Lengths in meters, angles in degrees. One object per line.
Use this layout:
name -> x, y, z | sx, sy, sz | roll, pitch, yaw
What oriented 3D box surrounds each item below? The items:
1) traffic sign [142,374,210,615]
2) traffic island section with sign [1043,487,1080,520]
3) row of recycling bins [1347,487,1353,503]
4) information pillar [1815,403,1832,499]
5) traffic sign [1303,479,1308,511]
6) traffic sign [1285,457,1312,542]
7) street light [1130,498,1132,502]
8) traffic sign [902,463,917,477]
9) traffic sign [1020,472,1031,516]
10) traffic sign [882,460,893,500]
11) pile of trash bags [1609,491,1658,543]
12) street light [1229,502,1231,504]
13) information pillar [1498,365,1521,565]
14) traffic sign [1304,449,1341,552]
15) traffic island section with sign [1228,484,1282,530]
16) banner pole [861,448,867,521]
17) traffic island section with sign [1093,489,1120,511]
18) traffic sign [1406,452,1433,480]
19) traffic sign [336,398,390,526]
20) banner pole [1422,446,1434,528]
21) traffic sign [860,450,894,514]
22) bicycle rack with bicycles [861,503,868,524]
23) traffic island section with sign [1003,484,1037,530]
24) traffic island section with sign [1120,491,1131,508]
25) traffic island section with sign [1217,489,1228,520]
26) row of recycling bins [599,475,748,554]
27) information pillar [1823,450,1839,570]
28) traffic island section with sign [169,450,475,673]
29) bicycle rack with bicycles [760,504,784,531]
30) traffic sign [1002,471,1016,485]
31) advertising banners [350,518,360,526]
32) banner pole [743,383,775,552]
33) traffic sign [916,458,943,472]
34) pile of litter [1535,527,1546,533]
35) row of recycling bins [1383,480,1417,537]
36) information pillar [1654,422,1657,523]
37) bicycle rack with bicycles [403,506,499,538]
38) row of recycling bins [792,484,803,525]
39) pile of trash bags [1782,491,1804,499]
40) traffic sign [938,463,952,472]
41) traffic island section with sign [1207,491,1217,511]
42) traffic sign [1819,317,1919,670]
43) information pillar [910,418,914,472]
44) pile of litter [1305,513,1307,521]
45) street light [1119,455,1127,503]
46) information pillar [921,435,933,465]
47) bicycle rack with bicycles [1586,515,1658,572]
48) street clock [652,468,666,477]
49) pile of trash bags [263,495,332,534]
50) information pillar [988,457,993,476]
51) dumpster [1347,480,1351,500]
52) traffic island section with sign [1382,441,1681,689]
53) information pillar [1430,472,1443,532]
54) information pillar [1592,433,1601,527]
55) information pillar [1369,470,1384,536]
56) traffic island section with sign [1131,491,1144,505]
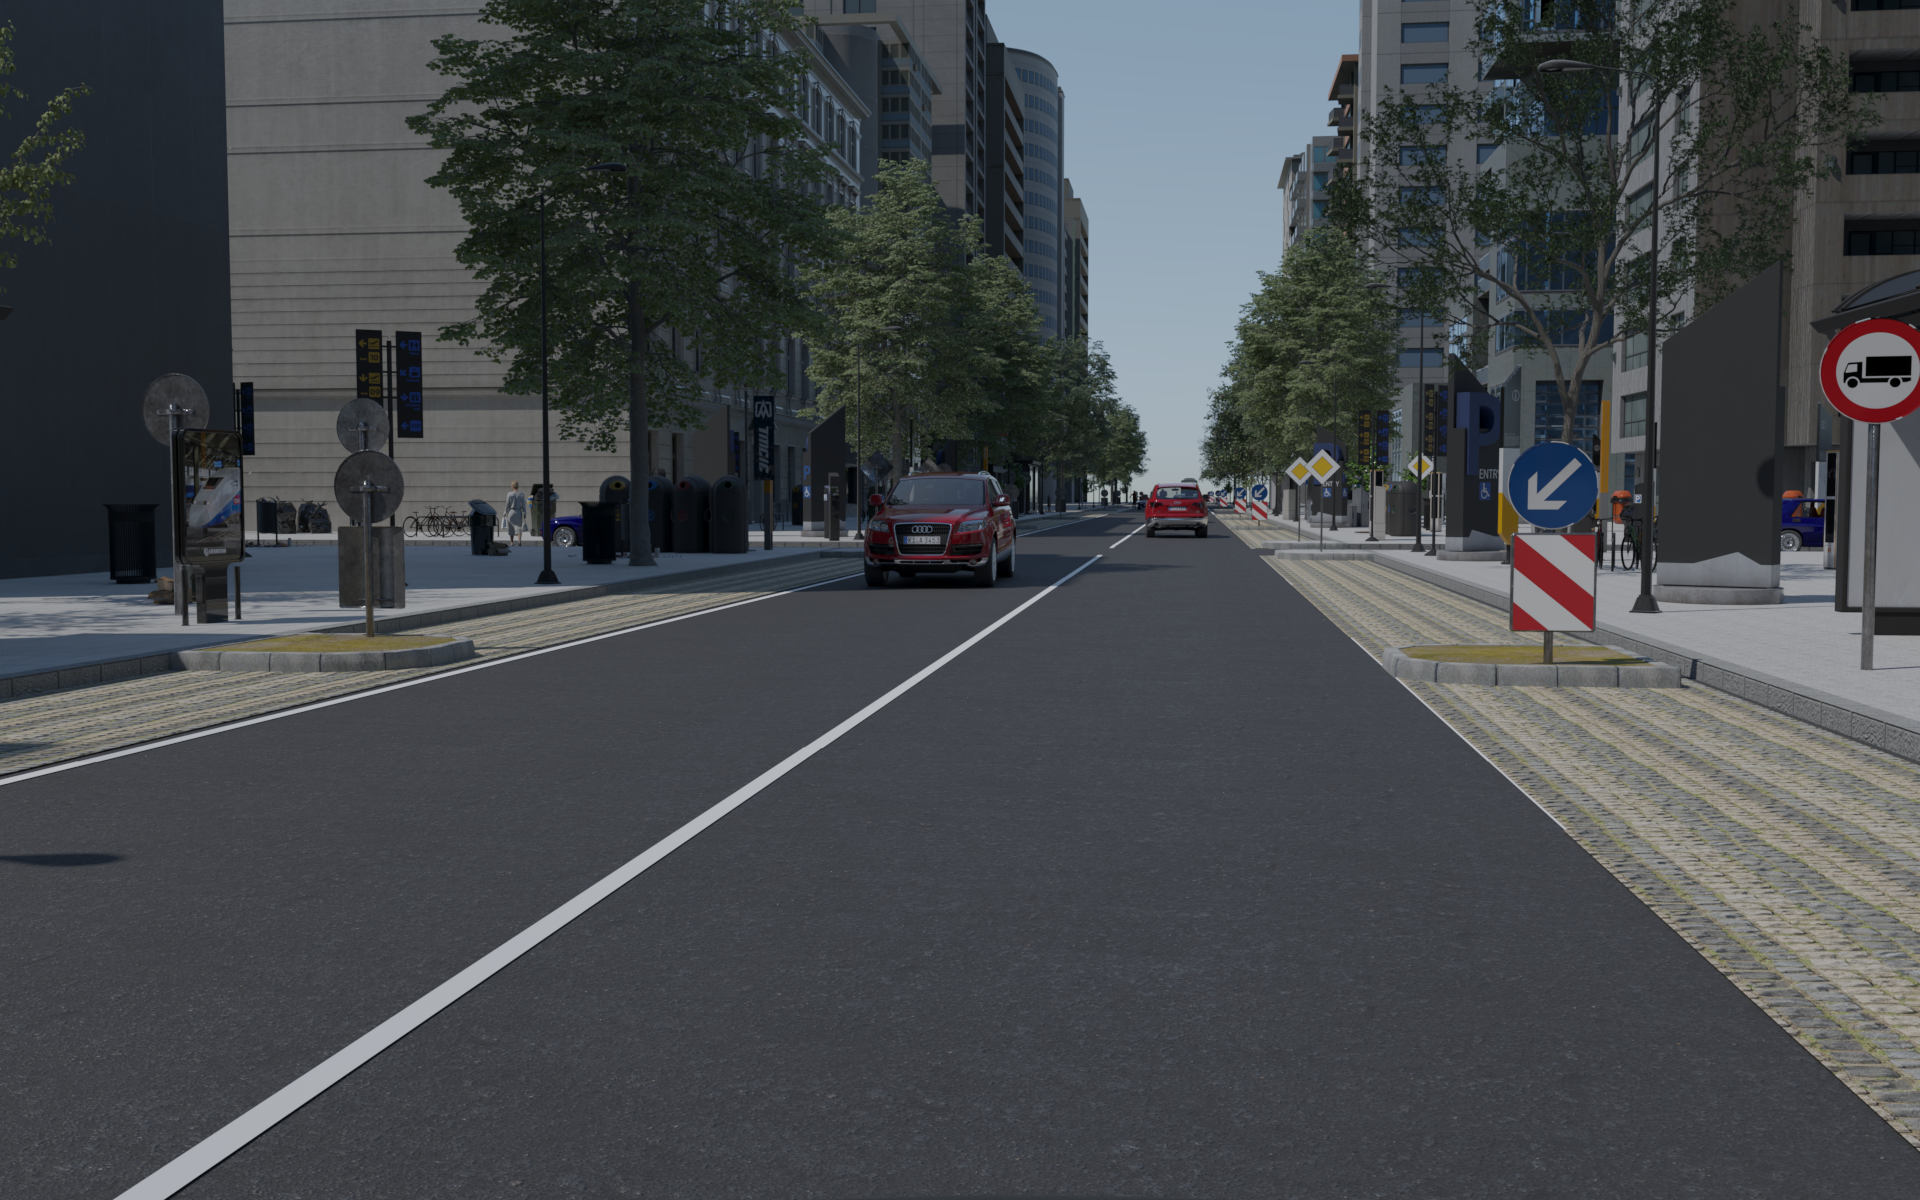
traffic sign -> -8.307, -1.115, 18.338 | 0.768, 2.556, 0.104 | 0, 4, 8
traffic island section with sign -> 5.697, -5.410, 97.085 | 1.989, 1.847, 2.006 | 0, 4, 8
row of recycling bins -> 20.332, -5.009, 89.010 | 3.534, 1.692, 1.069 | 3, 4, 37
information pillar -> 22.237, -3.259, 44.635 | 0.504, 3.616, 0.183 | -2, 4, -26
traffic sign -> 18.432, -5.642, 92.349 | 0.768, 2.556, 0.104 | 1, 4, 13
traffic sign -> 9.093, -2.615, 46.392 | 0.795, 2.450, 0.064 | 0, 4, 8
street light -> 21.415, -15.480, 225.636 | 1.470, 5.913, 1.316 | 0, 4, 8
traffic sign -> -2.107, -4.369, 71.547 | 0.768, 2.556, 0.104 | 1, 4, 13
traffic sign -> 3.713, -6.078, 99.483 | 0.768, 2.556, 0.104 | 1, 4, 12
traffic sign -> -2.722, -3.885, 63.633 | 0.768, 2.556, 0.104 | 1, 4, 10
pile of trash bags -> 18.456, -2.231, 46.226 | 1.912, 1.369, 3.447 | -1, 4, -13
street light -> 25.363, -11.251, 156.495 | 1.470, 5.913, 1.316 | 0, 4, 8
information pillar -> 9.979, -2.451, 31.425 | 0.504, 3.616, 0.183 | -2, 4, -35
traffic sign -> 8.036, -2.131, 38.477 | 0.795, 2.450, 0.064 | 0, 4, 8
traffic island section with sign -> 11.827, -3.705, 69.209 | 1.989, 1.847, 2.006 | 0, 4, 8
banner pole -> -4.559, -5.661, 82.580 | 0.401, 3.779, 0.863 | 1, 4, 14
traffic island section with sign -> 12.290, -8.431, 146.474 | 1.989, 1.847, 2.006 | 0, 4, 8
traffic sign -> 12.561, -2.815, 47.216 | 0.795, 2.450, 0.064 | 1, 4, 12
traffic sign -> -7.937, -1.401, 23.015 | 0.768, 2.556, 0.104 | 1, 4, 11
banner pole -> 17.659, -4.581, 64.917 | 0.401, 3.779, 0.863 | -1, 4, -13
traffic sign -> -1.917, -2.213, 39.821 | 0.795, 2.450, 0.064 | 0, 4, 8
bicycle rack with bicycles -> -2.902, -3.724, 74.273 | 2.852, 0.926, 2.925 | -1, 4, -16
traffic island section with sign -> 2.097, -3.763, 70.148 | 1.989, 1.847, 2.006 | 0, 4, 8
traffic island section with sign -> 15.853, -10.065, 173.193 | 1.989, 1.847, 2.006 | 0, 4, 8
traffic island section with sign -> 15.398, -5.339, 95.928 | 1.989, 1.847, 2.006 | 0, 4, 8
row of recycling bins -> -6.285, -1.886, 37.947 | 3.534, 1.692, 1.069 | 1, 4, 17
information pillar -> 14.873, -1.519, 29.330 | 0.304, 2.012, 0.304 | -1, 4, -9
traffic island section with sign -> -5.289, -0.377, 14.786 | 1.989, 1.847, 2.006 | 0, 4, 8
bicycle rack with bicycles -> -7.355, -2.872, 60.346 | 2.852, 0.926, 2.925 | 0, 4, 6
traffic sign -> 2.651, -5.740, 93.959 | 0.768, 2.556, 0.104 | 1, 4, 16
advertising banners -> -12.269, -2.388, 35.235 | 0.090, 3.025, 2.074 | -2, 4, -28
banner pole -> -4.544, -2.981, 38.751 | 0.863, 3.779, 0.401 | 0, 4, -2
traffic sign -> -0.861, -2.697, 47.736 | 0.795, 2.450, 0.064 | 0, 4, 8
pile of litter -> 15.698, -1.960, 46.009 | 1.176, 0.858, 1.719 | 1, 4, 16
row of recycling bins -> 13.683, -2.847, 53.669 | 1.069, 1.692, 3.534 | 0, 4, 7
information pillar -> 22.532, -3.983, 56.473 | 0.183, 3.616, 0.504 | -1, 4, -11
bicycle rack with bicycles -> -15.267, -2.354, 51.870 | 2.925, 0.926, 2.852 | -3, 5, -41
row of recycling bins -> -6.065, -3.887, 70.671 | 1.069, 1.692, 3.534 | -1, 4, -19
pile of trash bags -> 23.204, -2.252, 46.566 | 3.447, 1.369, 1.912 | -2, 4, -34
traffic sign -> -0.711, -4.402, 72.077 | 0.768, 2.556, 0.104 | 1, 4, 13
traffic island section with sign -> 21.991, -8.363, 145.358 | 1.989, 1.847, 2.006 | 0, 4, 8
traffic sign -> 6.617, -0.762, 12.562 | 0.768, 2.556, 0.104 | 1, 4, 16
information pillar -> -1.496, -3.820, 53.806 | 0.183, 3.616, 0.504 | 0, 4, 3
pile of litter -> 16.970, -4.180, 82.315 | 1.176, 0.858, 1.719 | 2, 4, 33
street light -> 18.794, -14.282, 206.053 | 1.470, 5.913, 1.316 | 0, 4, 8
information pillar -> -1.277, -4.562, 65.942 | 0.504, 3.616, 0.183 | 0, 4, -6
bicycle rack with bicycles -> 11.758, -0.958, 29.041 | 2.852, 0.926, 2.925 | 1, 4, 22
street clock -> -8.333, -2.655, 47.984 | 0.358, 2.002, 0.471 | -2, 4, -33
pile of trash bags -> -22.179, -2.830, 56.028 | 3.447, 1.369, 1.912 | -2, 4, -26
information pillar -> 1.636, -6.439, 96.632 | 0.504, 3.616, 0.183 | 0, 4, 6
dumpster -> 17.206, -4.737, 79.950 | 1.502, 2.255, 1.985 | 0, 4, 8
traffic island section with sign -> 4.426, -0.312, 13.733 | 1.989, 1.847, 2.006 | 0, 4, 8
information pillar -> 16.089, -3.303, 58.495 | 0.304, 2.012, 0.304 | 3, 4, 37
information pillar -> 24.594, -4.614, 66.801 | 0.504, 3.616, 0.183 | 0, 4, -8
information pillar -> 12.689, -2.953, 52.780 | 0.304, 2.012, 0.304 | -1, 4, -15
traffic island section with sign -> 23.269, -13.467, 228.810 | 1.989, 1.847, 2.006 | 0, 4, 8
